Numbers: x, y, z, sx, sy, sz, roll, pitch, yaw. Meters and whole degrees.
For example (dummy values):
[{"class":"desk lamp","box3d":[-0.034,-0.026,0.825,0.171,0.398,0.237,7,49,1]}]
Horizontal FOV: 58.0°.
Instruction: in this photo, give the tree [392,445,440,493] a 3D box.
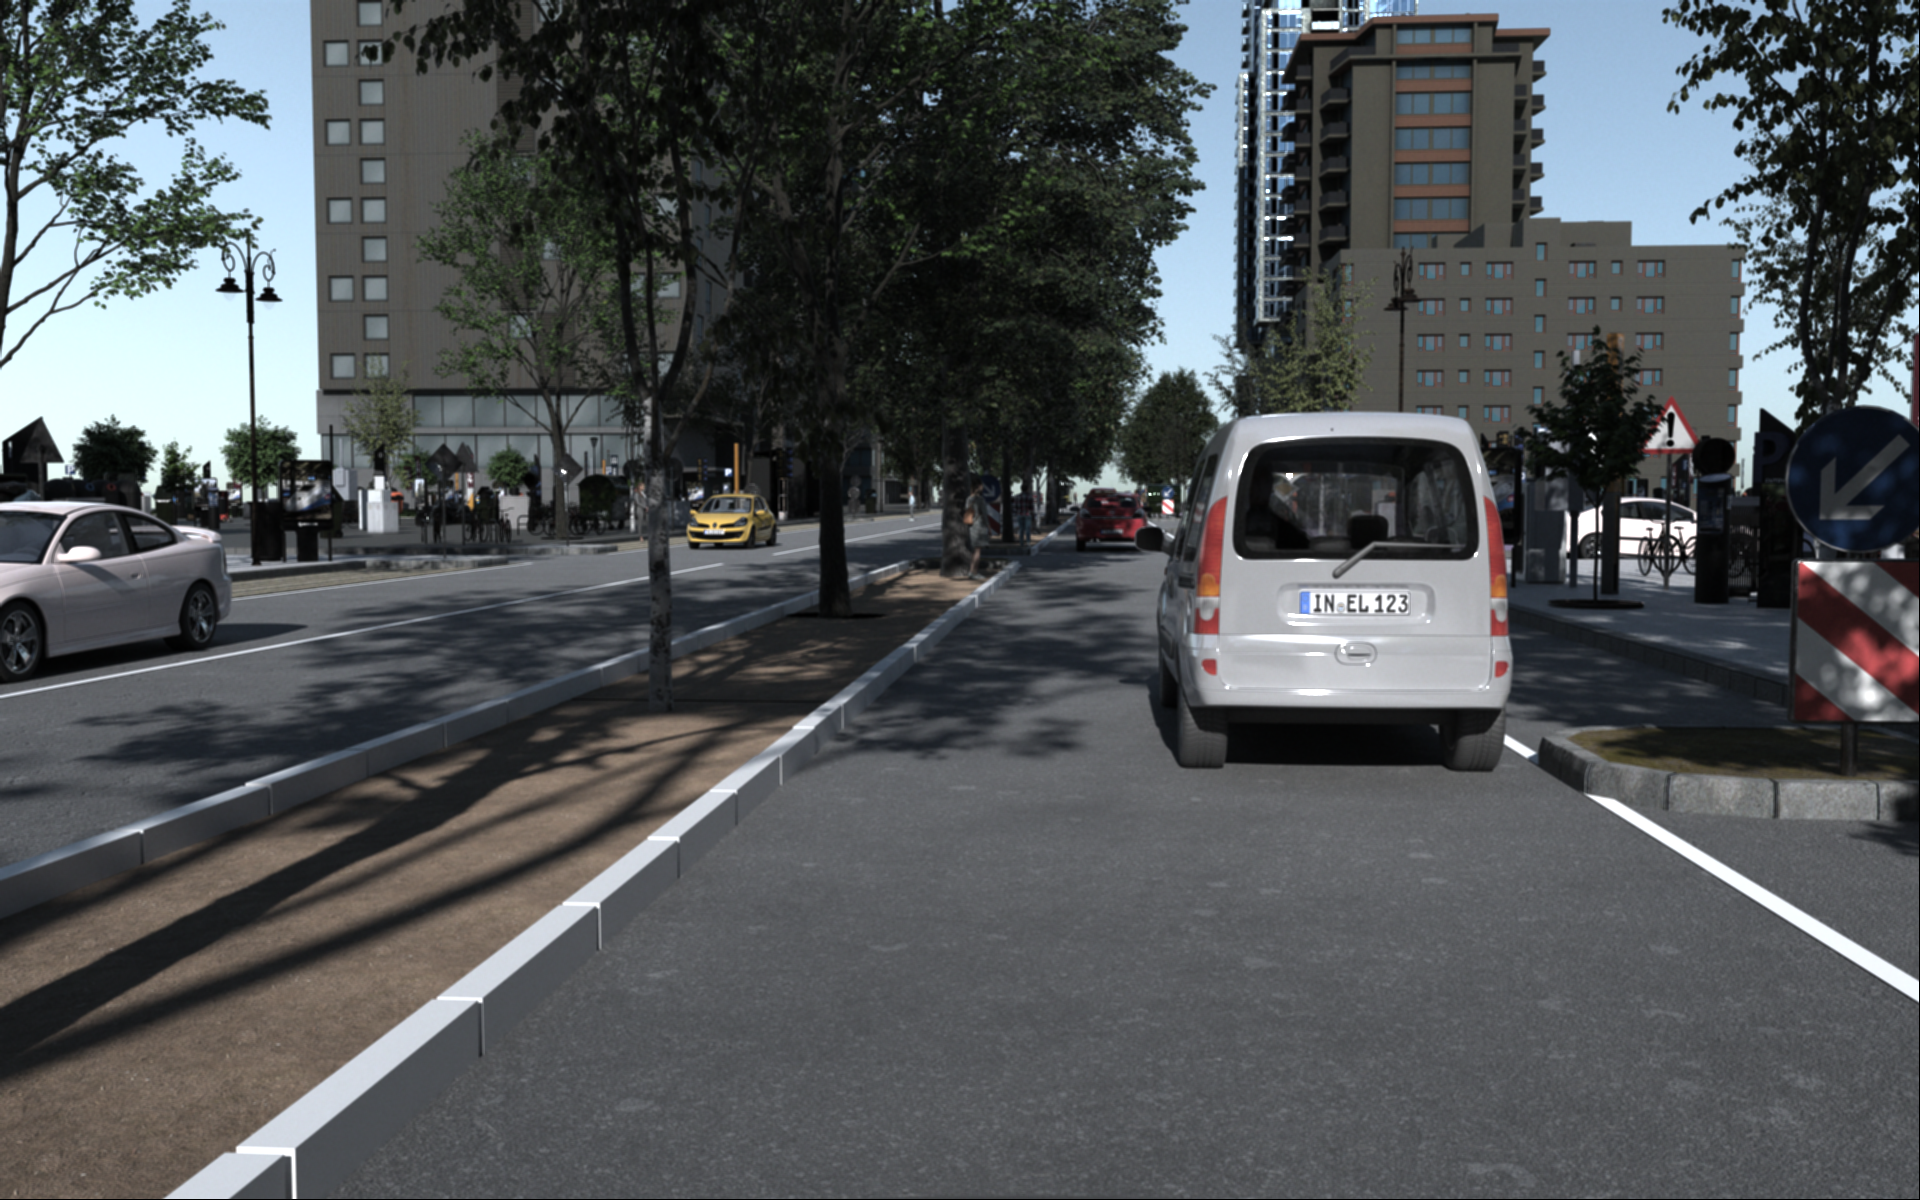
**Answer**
[{"class":"tree","box3d":[-36.379,-8.111,116.327,4.285,4.588,4.351,0,3,0]}]

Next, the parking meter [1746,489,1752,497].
[{"class":"parking meter","box3d":[40.325,-4.892,88.393,0.372,1.533,0.369,0,3,0]}]

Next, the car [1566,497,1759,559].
[{"class":"car","box3d":[14.411,-1.452,36.104,4.827,1.381,2.083,0,4,5]}]

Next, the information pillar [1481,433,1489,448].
[{"class":"information pillar","box3d":[20.032,-4.578,66.210,0.183,3.616,0.504,-1,4,-14]}]

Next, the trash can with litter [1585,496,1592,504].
[{"class":"trash can with litter","box3d":[29.147,-4.450,83.809,2.233,1.210,1.678,-1,4,-16]}]

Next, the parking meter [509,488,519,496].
[{"class":"parking meter","box3d":[-17.410,-3.626,67.692,0.372,1.533,0.369,0,3,0]}]

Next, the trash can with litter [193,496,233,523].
[{"class":"trash can with litter","box3d":[-34.108,-4.154,78.973,1.678,1.210,2.233,2,4,31]}]

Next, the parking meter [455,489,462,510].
[{"class":"parking meter","box3d":[-25.994,-4.978,89.802,0.372,1.533,0.369,0,3,0]}]

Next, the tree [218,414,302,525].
[{"class":"tree","box3d":[-28.792,-5.356,71.285,4.285,4.588,4.351,0,3,0]}]

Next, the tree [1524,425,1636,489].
[{"class":"tree","box3d":[24.475,-5.285,70.122,4.285,4.588,4.351,0,3,0]}]

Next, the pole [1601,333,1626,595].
[{"class":"pole","box3d":[8.326,-1.728,22.095,0.158,3.312,0.155,0,3,0]}]

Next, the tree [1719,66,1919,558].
[{"class":"tree","box3d":[15.467,-4.901,30.491,4.360,8.622,3.978,0,3,0]}]

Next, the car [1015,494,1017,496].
[{"class":"car","box3d":[5.111,-8.078,141.860,2.009,1.686,4.222,0,4,6]}]

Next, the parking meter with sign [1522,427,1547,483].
[{"class":"parking meter with sign","box3d":[14.570,-3.030,45.798,0.543,3.016,1.738,-3,5,-42]}]

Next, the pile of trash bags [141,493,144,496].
[{"class":"pile of trash bags","box3d":[-44.093,-4.941,90.530,1.912,1.369,3.447,1,4,22]}]

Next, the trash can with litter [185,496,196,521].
[{"class":"trash can with litter","box3d":[-37.275,-4.447,84.097,0.624,1.170,1.055,-2,4,-28]}]

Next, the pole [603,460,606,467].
[{"class":"pole","box3d":[-21.210,-6.696,103.315,0.158,3.312,0.155,0,3,0]}]

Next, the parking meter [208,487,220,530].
[{"class":"parking meter","box3d":[-27.019,-3.321,62.705,0.372,1.533,0.369,0,3,0]}]

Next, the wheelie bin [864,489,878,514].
[{"class":"wheelie bin","box3d":[-5.799,-6.418,112.842,0.980,1.594,0.693,1,4,18]}]

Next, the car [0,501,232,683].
[{"class":"car","box3d":[-7.975,-0.141,14.660,2.083,1.381,4.827,0,4,3]}]

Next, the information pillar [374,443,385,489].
[{"class":"information pillar","box3d":[-26.618,-5.391,79.499,0.504,3.616,0.183,1,4,10]}]

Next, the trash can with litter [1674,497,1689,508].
[{"class":"trash can with litter","box3d":[38.723,-5.067,93.905,1.678,1.210,2.233,-3,5,-39]}]

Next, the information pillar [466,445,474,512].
[{"class":"information pillar","box3d":[-23.435,-5.594,82.823,0.183,3.616,0.504,-3,5,-42]}]

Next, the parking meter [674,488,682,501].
[{"class":"parking meter","box3d":[-11.633,-3.844,71.258,0.372,1.533,0.369,0,3,0]}]

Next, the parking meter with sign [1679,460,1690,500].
[{"class":"parking meter with sign","box3d":[36.873,-5.616,88.090,0.543,3.016,1.738,1,4,16]}]

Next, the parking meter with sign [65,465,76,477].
[{"class":"parking meter with sign","box3d":[-54.317,-6.662,105.179,1.738,3.016,0.543,3,5,42]}]

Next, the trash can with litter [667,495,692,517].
[{"class":"trash can with litter","box3d":[-15.327,-5.229,96.557,2.233,1.210,1.678,3,5,44]}]

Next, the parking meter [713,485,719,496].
[{"class":"parking meter","box3d":[-15.880,-6.545,112.716,0.255,1.863,0.399,3,5,41]}]

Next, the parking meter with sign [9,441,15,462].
[{"class":"parking meter with sign","box3d":[-32.060,-3.711,56.937,1.738,3.016,0.543,-3,4,-38]}]

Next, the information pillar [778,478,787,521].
[{"class":"information pillar","box3d":[-8.315,-4.699,81.319,0.304,2.012,0.304,2,4,26]}]

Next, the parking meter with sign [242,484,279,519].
[{"class":"parking meter with sign","box3d":[-36.040,-5.686,89.233,1.738,3.016,0.543,-2,4,-26]}]

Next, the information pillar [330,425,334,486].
[{"class":"information pillar","box3d":[-21.241,-4.113,58.604,0.183,3.616,0.504,-1,4,-19]}]

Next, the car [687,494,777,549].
[{"class":"car","box3d":[-6.078,-2.205,46.271,2.015,1.641,3.980,0,4,6]}]

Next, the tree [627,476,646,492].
[{"class":"tree","box3d":[-21.007,-7.206,112.415,1.663,3.219,1.824,0,3,0]}]

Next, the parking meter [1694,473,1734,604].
[{"class":"parking meter","box3d":[8.865,-0.732,20.384,0.372,1.533,0.369,0,3,0]}]

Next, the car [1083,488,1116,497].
[{"class":"car","box3d":[8.429,-5.721,102.219,2.281,1.827,5.304,0,4,4]}]

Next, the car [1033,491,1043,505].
[{"class":"car","box3d":[10.411,-14.110,239.366,2.281,1.827,5.304,0,4,5]}]

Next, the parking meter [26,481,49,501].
[{"class":"parking meter","box3d":[-17.255,-1.469,32.428,0.372,1.533,0.369,0,3,0]}]

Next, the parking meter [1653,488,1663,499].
[{"class":"parking meter","box3d":[27.829,-3.711,69.082,0.372,1.533,0.369,0,3,0]}]

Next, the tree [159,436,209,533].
[{"class":"tree","box3d":[-26.249,-3.866,57.815,1.663,3.219,1.824,0,3,0]}]

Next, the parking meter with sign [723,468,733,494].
[{"class":"parking meter with sign","box3d":[-15.701,-7.349,116.420,0.543,3.016,1.738,0,4,2]}]

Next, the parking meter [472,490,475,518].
[{"class":"parking meter","box3d":[-26.280,-5.182,93.144,0.372,1.533,0.369,0,3,0]}]

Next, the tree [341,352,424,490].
[{"class":"tree","box3d":[-29.306,-8.454,88.582,4.737,8.622,4.395,0,3,0]}]

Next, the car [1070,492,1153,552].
[{"class":"car","box3d":[3.902,-2.181,44.692,2.155,1.783,4.494,0,4,5]}]

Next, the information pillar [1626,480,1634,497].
[{"class":"information pillar","box3d":[35.873,-5.401,92.801,0.304,2.012,0.304,0,4,3]}]

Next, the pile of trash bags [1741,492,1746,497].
[{"class":"pile of trash bags","box3d":[42.794,-5.068,92.616,1.912,1.369,3.447,0,4,-5]}]

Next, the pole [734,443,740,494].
[{"class":"pole","box3d":[-8.951,-4.629,69.531,0.158,3.312,0.155,0,3,0]}]

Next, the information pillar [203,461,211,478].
[{"class":"information pillar","box3d":[-52.121,-7.865,119.949,0.504,3.616,0.183,-1,4,-10]}]

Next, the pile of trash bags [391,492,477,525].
[{"class":"pile of trash bags","box3d":[-22.376,-3.868,72.992,3.447,1.369,1.912,-3,5,-42]}]

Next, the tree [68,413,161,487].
[{"class":"tree","box3d":[-34.447,-5.311,70.554,4.285,4.588,4.351,0,3,0]}]

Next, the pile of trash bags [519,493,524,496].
[{"class":"pile of trash bags","box3d":[-28.622,-5.933,106.763,3.447,1.369,1.912,-1,4,-22]}]

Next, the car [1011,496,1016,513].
[{"class":"car","box3d":[3.779,-6.128,112.777,1.945,1.354,3.894,0,4,3]}]

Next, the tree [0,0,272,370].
[{"class":"tree","box3d":[-13.405,-5.970,23.366,9.928,11.665,9.643,0,3,0]}]

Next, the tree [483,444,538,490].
[{"class":"tree","box3d":[-28.966,-7.789,111.061,4.285,4.588,4.351,0,3,0]}]

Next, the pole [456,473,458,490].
[{"class":"pole","box3d":[-32.769,-7.279,112.860,0.158,3.312,0.155,0,3,0]}]

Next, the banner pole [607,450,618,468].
[{"class":"banner pole","box3d":[-19.679,-6.603,97.973,0.863,3.779,0.401,1,4,21]}]

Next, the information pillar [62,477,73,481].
[{"class":"information pillar","box3d":[-38.739,-4.329,75.263,0.304,2.012,0.304,1,4,18]}]

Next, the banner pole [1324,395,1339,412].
[{"class":"banner pole","box3d":[9.349,-3.279,43.625,0.401,3.779,0.863,3,5,42]}]

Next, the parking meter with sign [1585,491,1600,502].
[{"class":"parking meter with sign","box3d":[27.174,-4.790,74.574,0.543,3.016,1.738,-2,4,-35]}]

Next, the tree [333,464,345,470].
[{"class":"tree","box3d":[-36.863,-6.571,102.043,1.663,3.219,1.824,0,3,0]}]
